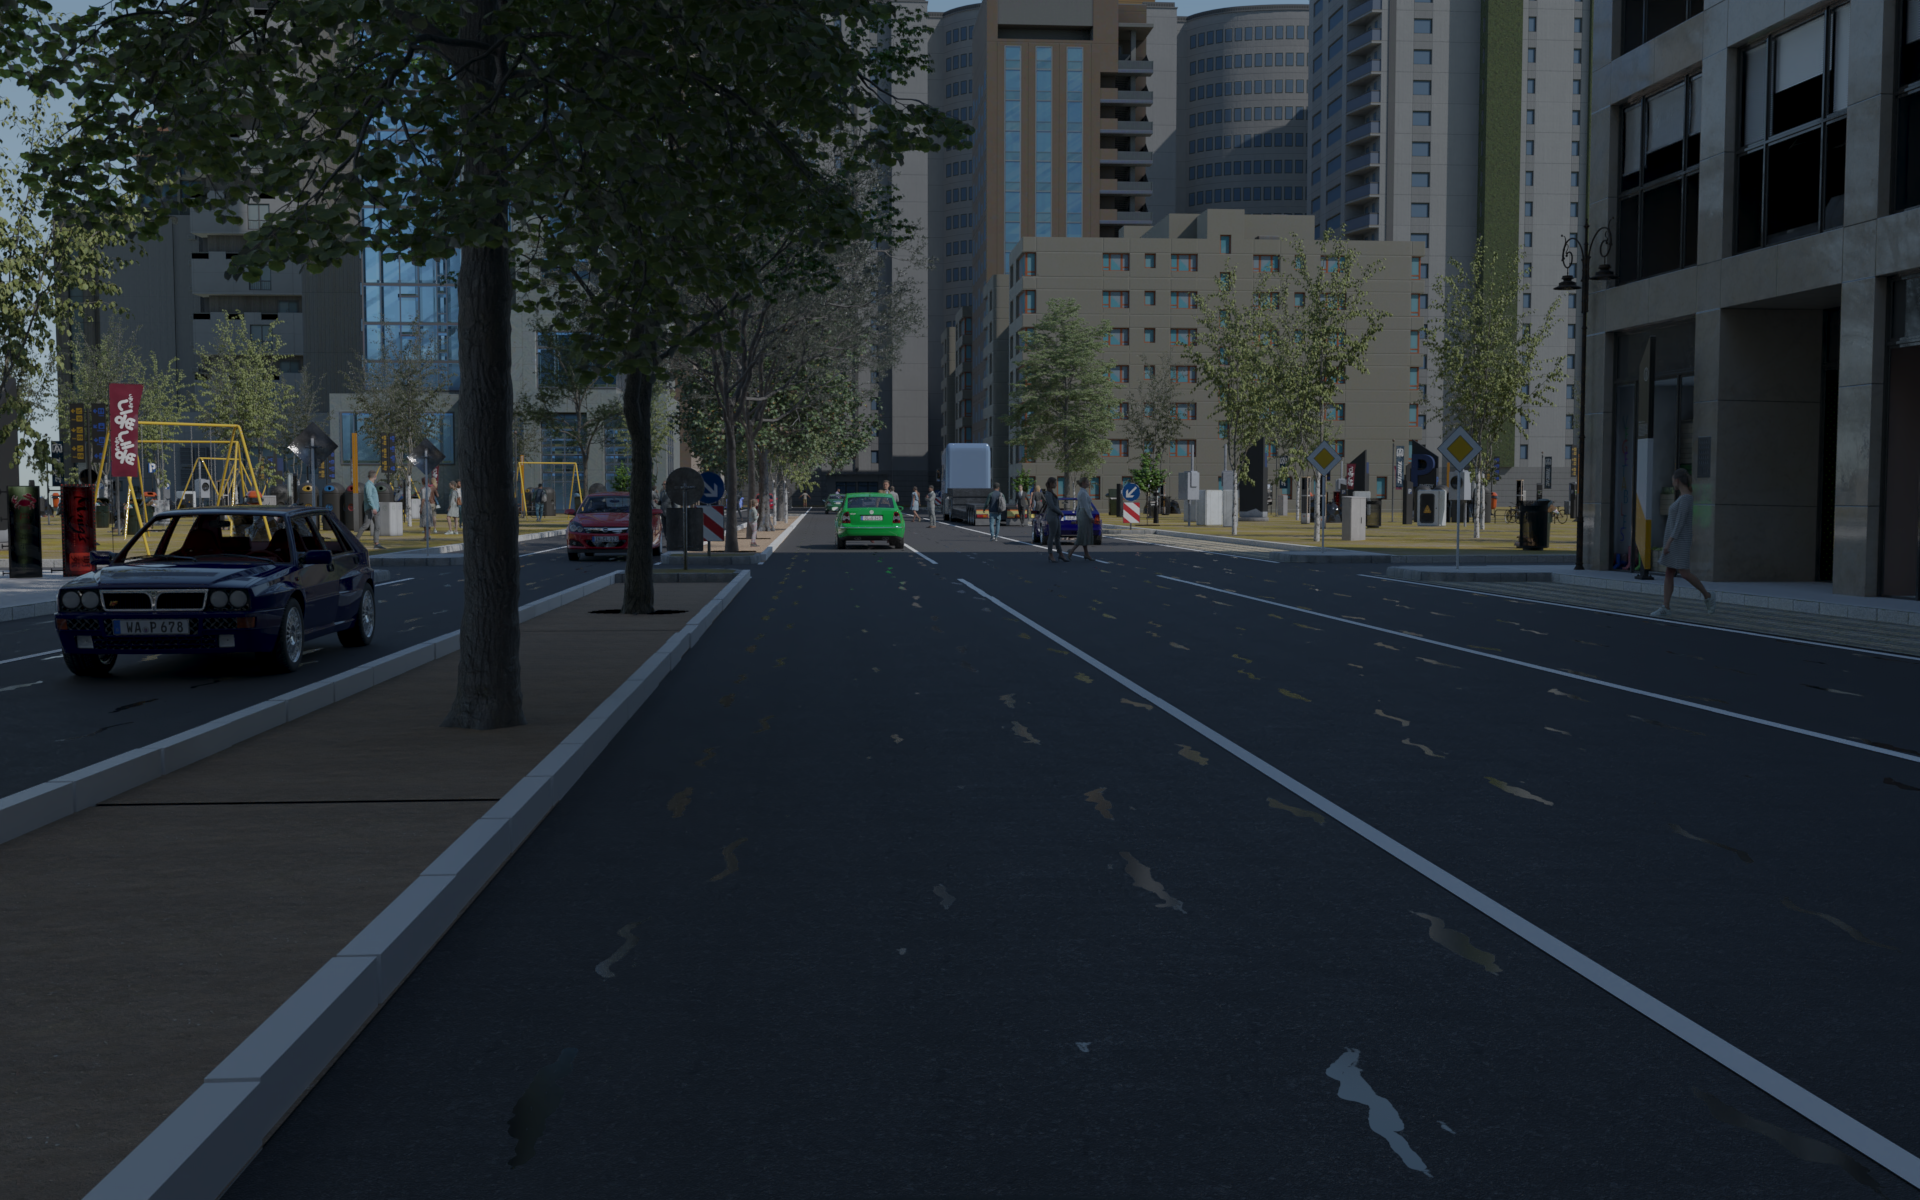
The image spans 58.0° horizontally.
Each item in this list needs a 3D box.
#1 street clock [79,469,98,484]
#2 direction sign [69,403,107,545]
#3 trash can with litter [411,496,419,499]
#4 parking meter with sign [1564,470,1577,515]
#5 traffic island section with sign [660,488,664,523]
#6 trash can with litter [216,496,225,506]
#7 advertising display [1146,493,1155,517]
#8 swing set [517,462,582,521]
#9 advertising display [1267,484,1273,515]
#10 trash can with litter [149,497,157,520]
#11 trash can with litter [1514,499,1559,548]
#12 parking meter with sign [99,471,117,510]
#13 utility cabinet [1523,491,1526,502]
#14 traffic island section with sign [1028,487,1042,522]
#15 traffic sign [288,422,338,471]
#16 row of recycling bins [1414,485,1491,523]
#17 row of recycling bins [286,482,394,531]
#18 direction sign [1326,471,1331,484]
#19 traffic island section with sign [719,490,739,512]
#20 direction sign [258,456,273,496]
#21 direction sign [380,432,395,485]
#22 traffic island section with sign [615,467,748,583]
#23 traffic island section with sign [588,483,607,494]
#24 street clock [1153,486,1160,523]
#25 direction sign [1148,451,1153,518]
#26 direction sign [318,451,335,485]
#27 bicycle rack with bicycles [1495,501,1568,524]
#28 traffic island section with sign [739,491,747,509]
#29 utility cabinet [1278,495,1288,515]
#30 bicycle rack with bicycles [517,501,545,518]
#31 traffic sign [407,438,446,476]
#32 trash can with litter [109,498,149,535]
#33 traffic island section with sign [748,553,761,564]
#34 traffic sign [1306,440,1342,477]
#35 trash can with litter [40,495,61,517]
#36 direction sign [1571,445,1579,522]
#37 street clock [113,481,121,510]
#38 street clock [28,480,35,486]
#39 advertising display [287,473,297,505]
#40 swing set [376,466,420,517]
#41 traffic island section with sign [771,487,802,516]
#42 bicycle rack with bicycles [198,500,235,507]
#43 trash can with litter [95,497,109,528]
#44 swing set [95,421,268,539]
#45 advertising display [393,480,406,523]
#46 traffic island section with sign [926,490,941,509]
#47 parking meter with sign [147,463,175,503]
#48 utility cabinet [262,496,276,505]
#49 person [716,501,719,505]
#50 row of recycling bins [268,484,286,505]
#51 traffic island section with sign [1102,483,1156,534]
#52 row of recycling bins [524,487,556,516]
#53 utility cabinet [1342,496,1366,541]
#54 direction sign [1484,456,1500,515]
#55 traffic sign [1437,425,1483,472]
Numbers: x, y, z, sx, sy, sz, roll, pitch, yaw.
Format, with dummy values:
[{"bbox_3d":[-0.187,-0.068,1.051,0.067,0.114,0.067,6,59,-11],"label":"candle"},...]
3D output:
[{"bbox_3d":[-24.745,-2.730,49.209,0.471,2.002,0.358,-2,4,-32],"label":"street clock"},{"bbox_3d":[-21.734,-3.135,43.249,0.876,3.537,0.379,0,4,-2],"label":"direction sign"},{"bbox_3d":[-31.980,-5.491,101.172,0.624,1.170,1.055,-2,4,-29],"label":"trash can with litter"},{"bbox_3d":[38.516,-6.873,108.638,1.738,3.016,0.543,-3,5,-43],"label":"parking meter with sign"},{"bbox_3d":[-14.847,-4.845,87.838,1.989,1.847,2.006,0,4,-4],"label":"traffic island section with sign"},{"bbox_3d":[-26.366,-3.104,61.811,1.678,1.210,2.233,-3,5,-41],"label":"trash can with litter"},{"bbox_3d":[10.356,-5.393,93.388,0.123,1.923,0.974,3,4,39],"label":"advertising display"},{"bbox_3d":[-20.525,-5.388,85.711,3.119,2.851,2.862,-2,4,-29],"label":"swing set"},{"bbox_3d":[18.986,-6.275,107.806,0.974,1.923,0.123,-1,4,-15],"label":"advertising display"},{"bbox_3d":[-29.931,-3.169,63.197,1.055,1.170,0.624,-3,5,-42],"label":"trash can with litter"},{"bbox_3d":[13.625,-1.810,40.976,1.055,1.170,0.624,-3,4,-38],"label":"trash can with litter"},{"bbox_3d":[-44.997,-5.804,91.153,0.543,3.016,1.738,1,4,12],"label":"parking meter with sign"},{"bbox_3d":[33.474,-5.791,103.356,0.318,1.500,1.173,2,4,32],"label":"utility cabinet"},{"bbox_3d":[3.743,-4.979,90.032,1.989,1.847,2.006,0,4,-4],"label":"traffic island section with sign"},{"bbox_3d":[-10.440,-1.576,27.951,0.795,2.593,0.064,0,4,-4],"label":"traffic sign"},{"bbox_3d":[22.165,-4.337,78.019,3.534,1.692,1.069,2,4,35],"label":"row of recycling bins"},{"bbox_3d":[-21.541,-3.274,60.651,3.534,1.692,1.069,0,4,6],"label":"row of recycling bins"},{"bbox_3d":[21.769,-6.792,103.039,0.379,3.537,0.876,-1,4,-23],"label":"direction sign"},{"bbox_3d":[-18.776,-7.879,137.447,1.989,1.847,2.006,0,4,-4],"label":"traffic island section with sign"},{"bbox_3d":[-41.527,-6.832,103.695,0.876,3.537,0.379,-3,4,-36],"label":"direction sign"},{"bbox_3d":[-21.105,-4.402,63.966,0.379,3.537,0.876,1,4,14],"label":"direction sign"},{"bbox_3d":[-4.613,-1.258,28.710,2.006,1.907,1.989,0,4,-4],"label":"traffic island section with sign"},{"bbox_3d":[-12.742,-3.201,60.965,1.989,1.847,2.006,0,4,-4],"label":"traffic island section with sign"},{"bbox_3d":[8.574,-4.351,75.703,0.358,2.002,0.471,2,4,32],"label":"street clock"},{"bbox_3d":[10.001,-6.071,91.255,0.379,3.537,0.876,1,4,12],"label":"direction sign"},{"bbox_3d":[-32.910,-5.996,90.030,0.876,3.537,0.379,-3,5,-43],"label":"direction sign"},{"bbox_3d":[24.563,-3.785,75.270,2.852,0.926,2.925,-1,4,-17],"label":"bicycle rack with bicycles"},{"bbox_3d":[-20.893,-9.522,164.319,1.989,1.847,2.006,0,4,-4],"label":"traffic island section with sign"},{"bbox_3d":[19.400,-5.687,104.141,0.306,1.237,1.020,-1,4,-8],"label":"utility cabinet"},{"bbox_3d":[-23.632,-4.830,92.346,2.852,0.926,2.925,3,4,38],"label":"bicycle rack with bicycles"},{"bbox_3d":[-11.068,-2.062,35.911,0.795,2.593,0.064,0,4,-4],"label":"traffic sign"},{"bbox_3d":[-26.167,-2.639,54.534,1.055,1.170,0.624,3,5,43],"label":"trash can with litter"},{"bbox_3d":[-5.185,-1.710,36.095,2.006,1.907,1.989,0,4,-4],"label":"traffic island section with sign"},{"bbox_3d":[7.870,-2.152,37.379,0.795,2.593,0.064,0,4,-4],"label":"traffic sign"},{"bbox_3d":[-50.436,-5.180,95.756,2.233,1.210,1.678,-3,5,-40],"label":"trash can with litter"},{"bbox_3d":[28.625,-5.402,80.312,0.876,3.537,0.379,-2,4,-30],"label":"direction sign"},{"bbox_3d":[-46.769,-5.593,96.015,0.471,2.002,0.358,0,4,-2],"label":"street clock"},{"bbox_3d":[-47.092,-5.097,87.908,0.358,2.002,0.471,-3,4,-37],"label":"street clock"},{"bbox_3d":[-20.407,-2.921,52.964,0.123,1.923,0.974,-2,4,-30],"label":"advertising display"},{"bbox_3d":[-32.123,-6.159,98.318,2.862,2.851,3.119,0,4,8],"label":"swing set"},{"bbox_3d":[-11.103,-6.291,111.002,2.006,1.907,1.989,0,4,-4],"label":"traffic island section with sign"},{"bbox_3d":[-44.018,-5.471,102.838,2.852,0.926,2.925,2,4,29],"label":"bicycle rack with bicycles"},{"bbox_3d":[-32.598,-3.320,65.676,0.624,1.170,1.055,-2,4,-30],"label":"trash can with litter"},{"bbox_3d":[-17.242,-2.465,37.929,2.862,2.851,3.119,3,4,38],"label":"swing set"},{"bbox_3d":[-25.181,-4.442,77.838,0.123,1.923,0.974,-3,5,-44],"label":"advertising display"},{"bbox_3d":[-2.268,-9.647,166.361,1.989,1.847,2.006,0,4,-4],"label":"traffic island section with sign"},{"bbox_3d":[-44.505,-6.142,96.683,1.738,3.016,0.543,2,4,27],"label":"parking meter with sign"},{"bbox_3d":[-25.902,-3.244,64.194,1.020,1.237,0.306,-1,4,-15],"label":"utility cabinet"},{"bbox_3d":[-23.137,-9.717,165.855,0.756,1.711,0.436,-2,4,-26],"label":"person"},{"bbox_3d":[-28.331,-4.046,73.258,1.069,1.692,3.534,0,4,-1],"label":"row of recycling bins"},{"bbox_3d":[5.926,-3.287,62.378,1.989,1.847,2.006,0,4,-4],"label":"traffic island section with sign"},{"bbox_3d":[-24.781,-5.818,102.237,1.069,1.692,3.534,-2,4,-34],"label":"row of recycling bins"},{"bbox_3d":[10.941,-2.258,48.085,0.306,1.237,1.020,3,4,36],"label":"utility cabinet"},{"bbox_3d":[31.908,-6.847,103.940,0.876,3.537,0.379,0,4,5],"label":"direction sign"},{"bbox_3d":[8.497,-1.665,29.418,0.795,2.593,0.064,0,4,-4],"label":"traffic sign"}]
